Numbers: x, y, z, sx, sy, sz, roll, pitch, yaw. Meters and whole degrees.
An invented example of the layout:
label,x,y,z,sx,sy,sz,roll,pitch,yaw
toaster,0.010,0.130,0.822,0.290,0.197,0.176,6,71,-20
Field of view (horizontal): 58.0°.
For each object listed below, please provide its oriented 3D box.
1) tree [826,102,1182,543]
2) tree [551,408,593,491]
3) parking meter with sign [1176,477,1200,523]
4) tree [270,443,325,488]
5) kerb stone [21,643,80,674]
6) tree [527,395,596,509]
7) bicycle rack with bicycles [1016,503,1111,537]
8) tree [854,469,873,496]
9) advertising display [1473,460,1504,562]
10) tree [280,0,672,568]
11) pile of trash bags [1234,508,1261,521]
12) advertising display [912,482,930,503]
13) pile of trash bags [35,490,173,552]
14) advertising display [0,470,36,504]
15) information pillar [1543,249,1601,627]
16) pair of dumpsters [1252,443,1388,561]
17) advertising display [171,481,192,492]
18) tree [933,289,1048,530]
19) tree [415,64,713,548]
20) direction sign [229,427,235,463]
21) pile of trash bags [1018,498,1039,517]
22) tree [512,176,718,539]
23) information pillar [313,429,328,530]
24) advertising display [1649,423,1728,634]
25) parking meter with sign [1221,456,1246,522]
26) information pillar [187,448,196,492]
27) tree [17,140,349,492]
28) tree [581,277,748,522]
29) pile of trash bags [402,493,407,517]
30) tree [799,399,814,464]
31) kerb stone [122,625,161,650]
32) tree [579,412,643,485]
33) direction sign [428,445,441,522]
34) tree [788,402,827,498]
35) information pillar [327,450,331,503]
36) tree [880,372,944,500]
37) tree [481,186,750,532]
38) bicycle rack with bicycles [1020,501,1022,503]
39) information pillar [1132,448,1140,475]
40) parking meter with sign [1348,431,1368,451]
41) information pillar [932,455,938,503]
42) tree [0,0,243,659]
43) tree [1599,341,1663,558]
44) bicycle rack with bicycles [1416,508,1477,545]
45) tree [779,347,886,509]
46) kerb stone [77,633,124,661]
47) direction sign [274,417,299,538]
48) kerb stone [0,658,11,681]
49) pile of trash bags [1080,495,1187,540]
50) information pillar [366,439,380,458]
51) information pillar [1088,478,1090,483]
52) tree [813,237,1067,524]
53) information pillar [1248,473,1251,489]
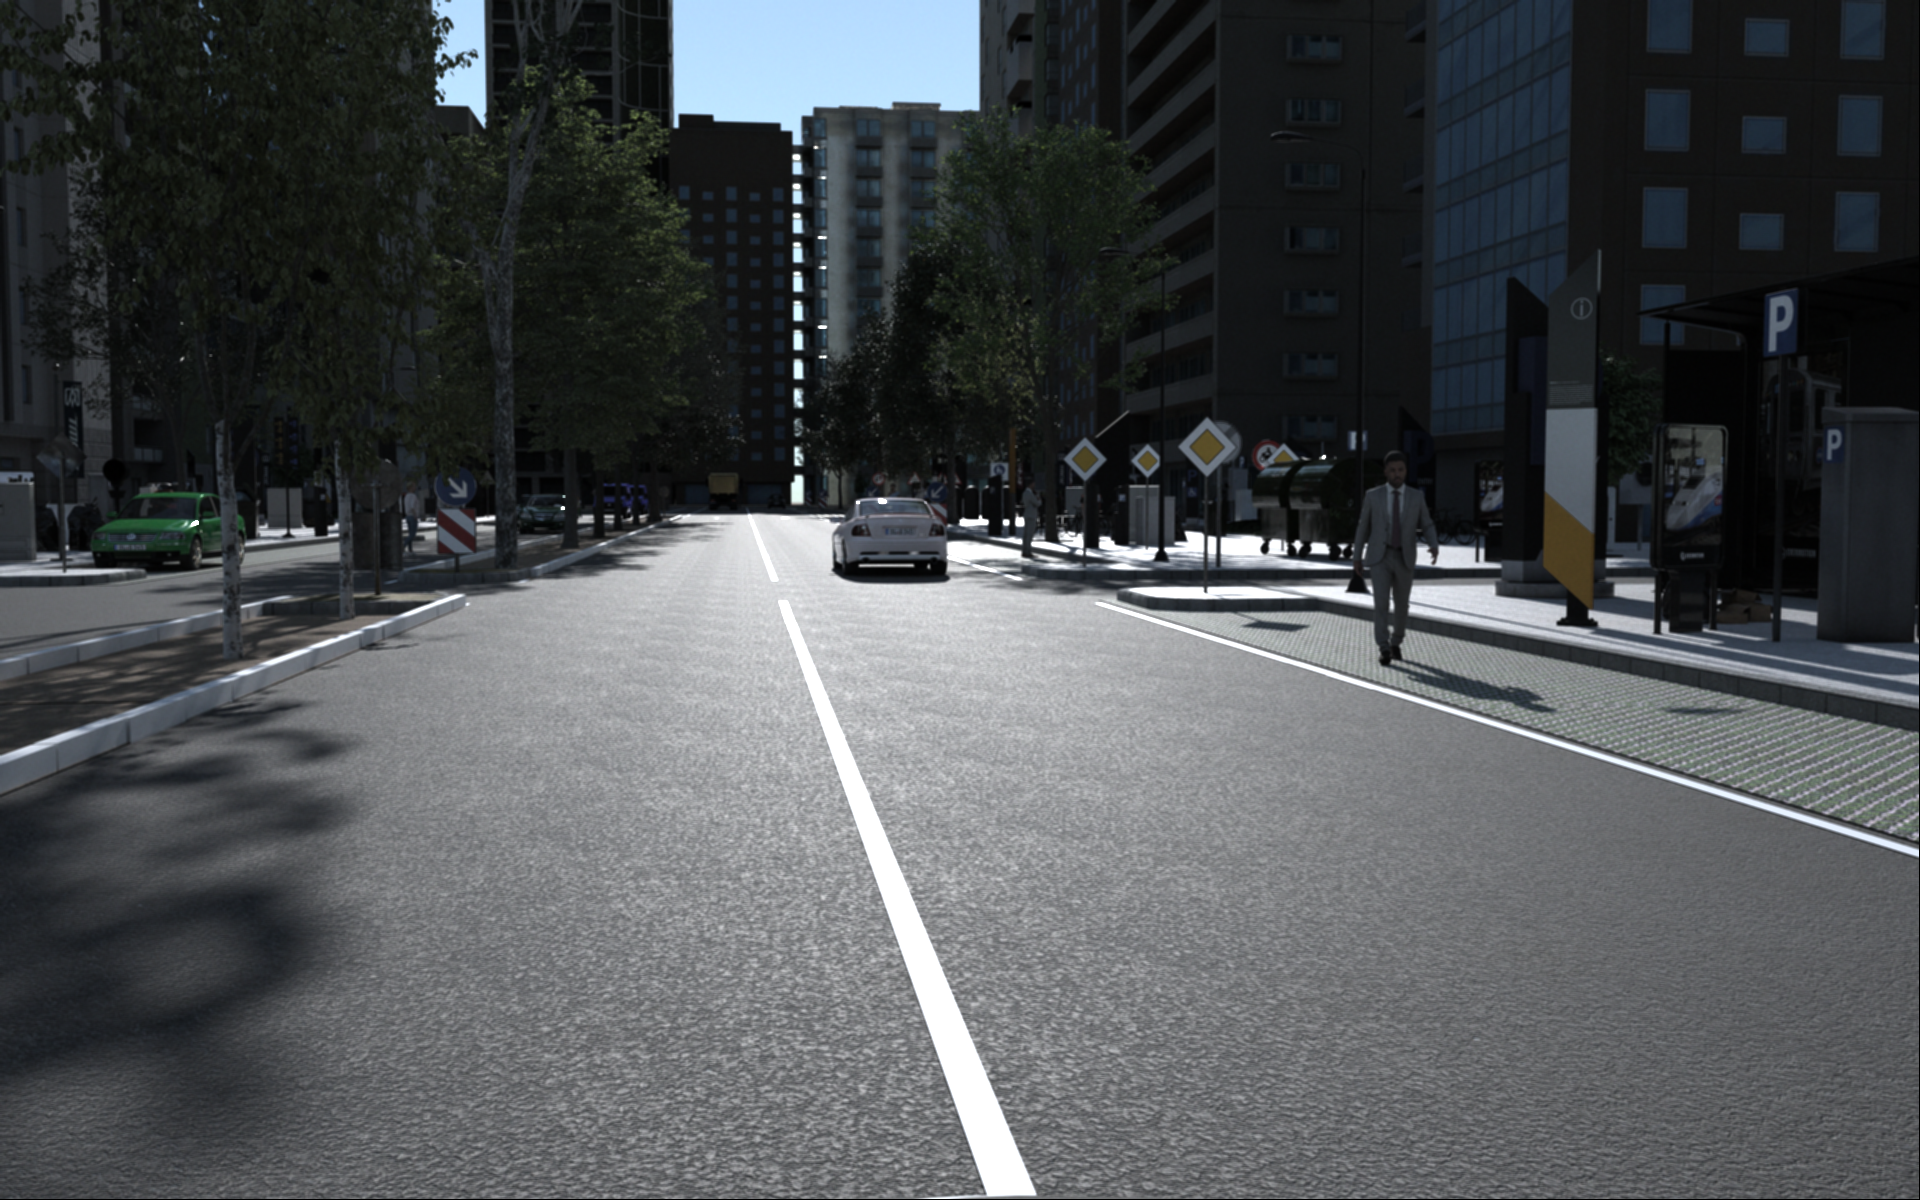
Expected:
label,x,y,z,sx,sy,sz,roll,pitch,yaw
tree,2.365,-7.366,46.188,9.928,11.665,9.643,0,3,0
tree,-30.673,-11.510,138.544,4.360,8.622,3.978,0,3,0
parking meter with sign,10.247,-4.944,77.101,1.738,3.016,0.543,-1,4,-20
tree,-38.230,-7.072,99.348,4.285,4.588,4.351,0,3,0
kerb stone,-7.485,0.490,14.186,0.120,0.150,1.000,0,4,-7
tree,-32.613,-13.135,149.166,8.767,10.594,7.601,-2,4,-31
bicycle rack with bicycles,3.693,-2.411,52.802,2.852,0.926,2.925,-2,4,-33
tree,-7.566,-8.310,130.463,1.663,3.219,1.824,0,3,0
advertising display,10.104,-1.685,32.769,0.974,1.923,0.123,-2,4,-31
tree,-10.012,-10.701,33.310,12.611,20.169,13.585,0,3,0
pile of trash bags,10.891,-3.415,65.583,3.447,1.369,1.912,-1,4,-19
advertising display,-2.054,-5.287,91.655,0.974,1.923,0.123,-2,4,-23
pile of trash bags,-19.639,-1.814,39.409,3.447,1.369,1.912,-1,4,-22
advertising display,-25.466,-2.539,46.720,0.974,1.923,0.123,-2,4,-34
information pillar,5.953,-1.558,16.828,0.504,3.616,0.183,3,4,38
pair of dumpsters,7.290,-1.988,35.004,1.574,2.255,4.437,0,4,-7
advertising display,-38.700,-4.949,86.126,0.974,1.923,0.123,0,4,-4
tree,1.263,-6.790,61.373,4.360,8.622,3.978,0,3,0
tree,-10.489,-7.671,46.011,7.486,12.596,7.792,0,3,0
direction sign,-24.611,-4.068,58.507,0.379,3.537,0.876,-3,4,-36
pile of trash bags,4.854,-5.327,96.841,3.447,1.369,1.912,1,4,14
tree,-11.500,-7.775,55.328,9.928,11.665,9.643,0,3,0
information pillar,-23.124,-4.346,62.409,0.183,3.616,0.504,0,4,6
advertising display,6.754,-0.663,16.058,0.974,1.923,0.123,-2,4,-33
parking meter with sign,12.239,-5.095,79.562,1.738,3.016,0.543,-1,4,-18
information pillar,-38.946,-5.897,87.767,0.504,3.616,0.183,2,4,28
tree,-19.880,-6.723,44.332,8.767,10.594,7.601,-1,4,-13
tree,-15.761,-10.372,89.053,9.611,12.733,9.660,0,3,0
pile of trash bags,-31.519,-5.361,97.404,1.912,1.369,3.447,0,4,-7
tree,-5.361,-12.061,114.208,9.611,12.733,9.660,0,3,0
kerb stone,-7.740,0.373,16.218,0.120,0.150,1.000,0,4,-7
tree,-35.957,-16.674,179.268,9.857,13.997,8.962,0,3,0
direction sign,-23.993,-5.350,79.469,0.379,3.537,0.876,3,5,43
tree,-14.360,-15.594,180.713,9.928,11.665,9.643,0,3,0
information pillar,-33.755,-6.186,92.500,0.183,3.616,0.504,1,4,9
tree,-2.055,-8.402,87.738,4.737,8.622,4.395,0,3,0
tree,-13.128,-9.381,66.201,12.009,13.543,11.850,0,3,0
bicycle rack with bicycles,3.529,-3.002,62.467,2.852,0.926,2.925,1,4,9
information pillar,8.928,-5.903,87.865,0.504,3.616,0.183,-2,4,-33
parking meter with sign,11.295,-3.190,48.412,0.543,3.016,1.738,2,4,26
information pillar,-1.190,-5.509,81.425,0.183,3.616,0.504,2,4,24
tree,-6.227,-3.773,14.514,4.737,8.622,4.395,0,3,0
tree,12.939,-3.162,35.406,4.285,4.588,4.351,0,3,0
bicycle rack with bicycles,12.256,-1.906,44.540,2.852,0.926,2.925,-2,4,-28
tree,-10.198,-14.366,145.248,12.009,13.543,11.850,0,3,0
kerb stone,-7.606,0.430,15.202,0.120,0.150,1.000,0,4,-7
direction sign,-19.794,-3.606,50.956,0.876,3.537,0.379,1,4,22
kerb stone,-7.362,0.561,13.172,0.120,0.150,1.000,0,4,-7
pile of trash bags,4.716,-2.365,48.428,1.912,1.369,3.447,-3,5,-45
information pillar,-20.892,-4.298,61.626,0.504,3.616,0.183,0,4,-2
information pillar,6.094,-4.630,80.186,0.304,2.012,0.304,0,4,7
tree,-0.373,-9.649,74.775,9.611,12.733,9.660,0,3,0
information pillar,10.064,-3.472,61.263,0.304,2.012,0.304,-3,5,-42
